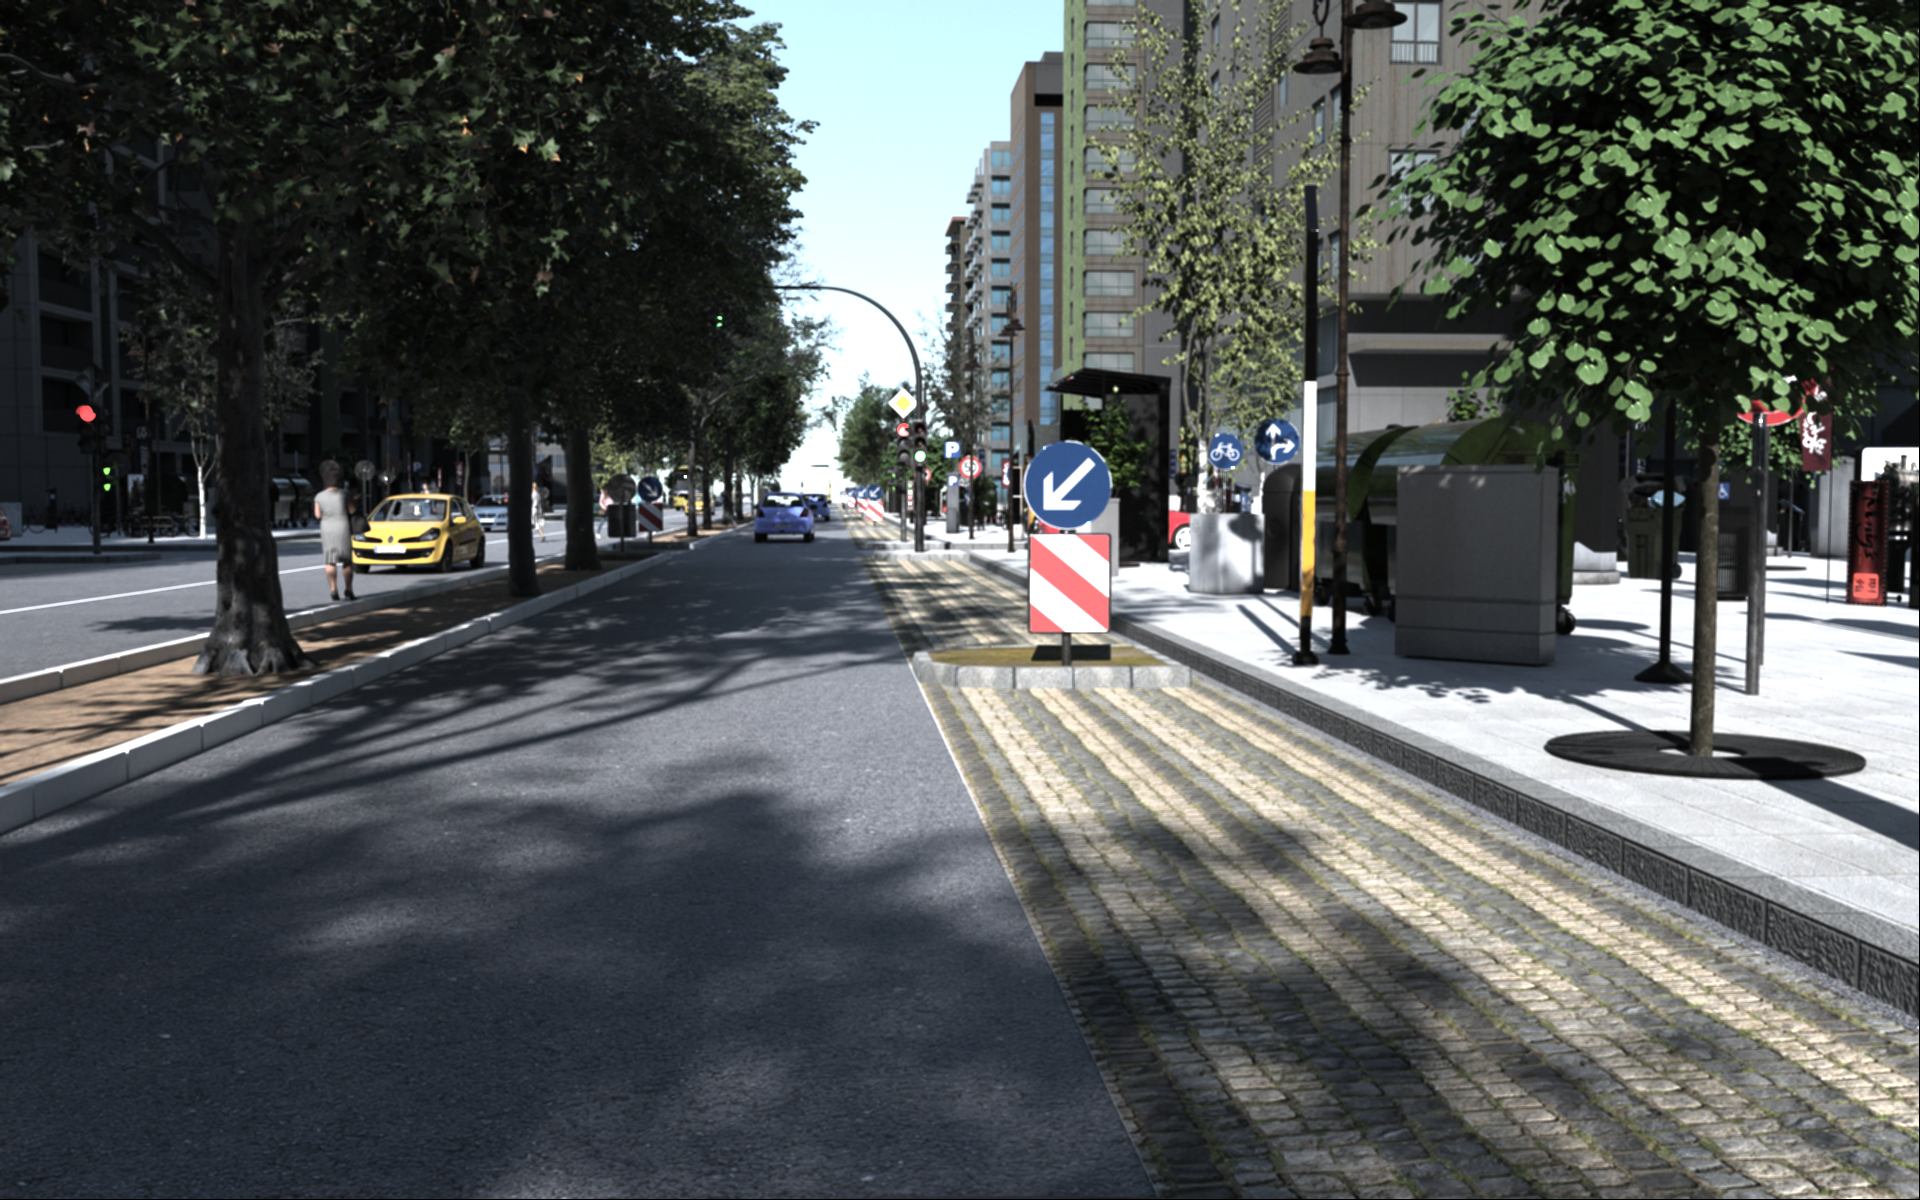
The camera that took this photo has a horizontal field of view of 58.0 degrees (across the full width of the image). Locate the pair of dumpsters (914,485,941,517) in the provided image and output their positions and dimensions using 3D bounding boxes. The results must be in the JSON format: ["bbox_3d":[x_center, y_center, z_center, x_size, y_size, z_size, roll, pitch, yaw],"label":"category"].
[{"bbox_3d":[-1.830,-5.824,97.722,1.574,2.255,4.437,0,4,-4],"label":"pair of dumpsters"}]

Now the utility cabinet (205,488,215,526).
[{"bbox_3d":[-29.207,-3.652,68.390,0.318,1.500,1.173,2,4,30],"label":"utility cabinet"}]

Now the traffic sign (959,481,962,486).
[{"bbox_3d":[0.133,-6.893,112.703,0.884,2.594,0.081,0,4,4],"label":"traffic sign"}]

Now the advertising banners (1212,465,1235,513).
[{"bbox_3d":[8.120,-3.449,52.584,0.090,3.025,2.074,-1,4,-18],"label":"advertising banners"}]

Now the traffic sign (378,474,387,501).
[{"bbox_3d":[-29.133,-5.225,87.563,0.606,2.300,0.079,0,4,4],"label":"traffic sign"}]

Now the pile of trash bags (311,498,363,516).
[{"bbox_3d":[-33.910,-5.165,94.200,1.912,1.369,3.447,2,4,29],"label":"pile of trash bags"}]

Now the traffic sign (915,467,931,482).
[{"bbox_3d":[-1.713,-4.893,80.099,0.768,2.556,0.104,0,4,-1],"label":"traffic sign"}]

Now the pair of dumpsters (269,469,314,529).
[{"bbox_3d":[-25.622,-3.818,64.914,1.574,2.255,4.437,0,4,-4],"label":"pair of dumpsters"}]

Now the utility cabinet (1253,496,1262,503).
[{"bbox_3d":[9.126,-2.549,52.833,0.306,1.237,1.020,1,4,16],"label":"utility cabinet"}]

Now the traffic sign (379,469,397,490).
[{"bbox_3d":[-25.365,-4.625,76.808,0.795,2.450,0.064,0,4,0],"label":"traffic sign"}]

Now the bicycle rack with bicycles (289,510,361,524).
[{"bbox_3d":[-26.600,-3.652,73.084,2.925,0.926,2.852,3,5,44],"label":"bicycle rack with bicycles"}]

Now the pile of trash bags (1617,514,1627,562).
[{"bbox_3d":[12.394,-1.505,34.366,1.912,1.369,3.447,2,4,25],"label":"pile of trash bags"}]

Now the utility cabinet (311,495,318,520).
[{"bbox_3d":[-31.728,-4.590,86.208,0.306,1.237,1.020,3,5,43],"label":"utility cabinet"}]

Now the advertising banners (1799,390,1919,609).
[{"bbox_3d":[10.453,-1.446,19.836,0.090,3.025,2.074,-2,4,-28],"label":"advertising banners"}]

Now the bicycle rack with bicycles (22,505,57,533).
[{"bbox_3d":[-31.231,-2.651,56.728,2.852,0.926,2.925,2,4,29],"label":"bicycle rack with bicycles"}]

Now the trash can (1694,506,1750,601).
[{"bbox_3d":[9.246,-0.564,20.879,0.748,1.137,0.748,0,3,0],"label":"trash can"}]

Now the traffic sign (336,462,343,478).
[{"bbox_3d":[-24.561,-4.147,67.909,0.768,2.556,0.104,0,4,0],"label":"traffic sign"}]

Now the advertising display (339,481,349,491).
[{"bbox_3d":[-29.593,-4.784,83.436,0.123,1.923,0.974,0,4,-7],"label":"advertising display"}]

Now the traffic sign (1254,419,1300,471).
[{"bbox_3d":[5.371,-1.794,29.431,0.768,2.556,0.104,0,4,5],"label":"traffic sign"}]

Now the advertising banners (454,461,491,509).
[{"bbox_3d":[-26.071,-5.899,92.629,2.074,3.025,0.090,-3,5,-40],"label":"advertising banners"}]

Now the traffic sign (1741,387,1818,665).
[{"bbox_3d":[5.987,-0.784,12.924,0.768,2.556,0.104,0,4,1],"label":"traffic sign"}]

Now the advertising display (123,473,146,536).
[{"bbox_3d":[-25.245,-2.923,53.003,0.123,1.923,0.974,0,4,5],"label":"advertising display"}]

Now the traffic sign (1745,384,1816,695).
[{"bbox_3d":[5.063,-0.666,10.993,0.768,2.556,0.104,0,4,4],"label":"traffic sign"}]

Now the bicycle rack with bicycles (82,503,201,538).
[{"bbox_3d":[-23.889,-2.319,51.297,2.925,0.926,2.852,-1,4,-10],"label":"bicycle rack with bicycles"}]

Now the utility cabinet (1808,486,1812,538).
[{"bbox_3d":[24.497,-2.525,49.964,1.173,1.500,0.318,0,4,-5],"label":"utility cabinet"}]

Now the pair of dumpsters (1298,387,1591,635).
[{"bbox_3d":[4.811,-0.930,17.704,1.574,2.255,4.437,0,4,-4],"label":"pair of dumpsters"}]

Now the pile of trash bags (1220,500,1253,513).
[{"bbox_3d":[11.089,-3.377,64.961,1.912,1.369,3.447,3,5,39],"label":"pile of trash bags"}]

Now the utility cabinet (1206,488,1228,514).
[{"bbox_3d":[9.946,-3.590,67.377,1.173,1.500,0.318,2,4,34],"label":"utility cabinet"}]

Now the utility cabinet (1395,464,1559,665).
[{"bbox_3d":[3.949,-0.281,13.270,1.173,1.500,0.318,3,5,42],"label":"utility cabinet"}]

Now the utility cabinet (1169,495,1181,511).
[{"bbox_3d":[10.010,-4.373,82.659,1.020,1.237,0.306,0,4,-3],"label":"utility cabinet"}]

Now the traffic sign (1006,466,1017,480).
[{"bbox_3d":[2.477,-4.807,78.702,0.768,2.556,0.104,0,4,4],"label":"traffic sign"}]

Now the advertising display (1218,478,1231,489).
[{"bbox_3d":[10.705,-3.964,70.031,0.123,1.923,0.974,2,4,34],"label":"advertising display"}]

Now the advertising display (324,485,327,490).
[{"bbox_3d":[-35.230,-5.633,97.320,0.974,1.923,0.123,0,4,-5],"label":"advertising display"}]

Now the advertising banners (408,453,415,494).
[{"bbox_3d":[-23.609,-4.793,74.551,0.090,3.025,2.074,-1,4,-12],"label":"advertising banners"}]

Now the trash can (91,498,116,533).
[{"bbox_3d":[-28.241,-2.783,57.163,0.748,1.137,0.748,0,3,0],"label":"trash can"}]

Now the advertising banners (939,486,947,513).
[{"bbox_3d":[-0.938,-7.338,116.172,2.074,3.025,0.090,1,4,11],"label":"advertising banners"}]

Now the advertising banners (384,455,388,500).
[{"bbox_3d":[-23.777,-4.627,71.841,0.090,3.025,2.074,-1,4,-13],"label":"advertising banners"}]

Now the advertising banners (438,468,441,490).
[{"bbox_3d":[-34.894,-7.273,115.095,0.090,3.025,2.074,-3,5,-40],"label":"advertising banners"}]

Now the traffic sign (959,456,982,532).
[{"bbox_3d":[0.340,-3.536,57.913,0.768,2.556,0.104,0,4,0],"label":"traffic sign"}]

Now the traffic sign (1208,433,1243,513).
[{"bbox_3d":[5.540,-2.214,36.306,0.768,2.556,0.104,0,4,-1],"label":"traffic sign"}]

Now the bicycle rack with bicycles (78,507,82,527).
[{"bbox_3d":[-34.471,-3.326,67.764,2.925,0.926,2.852,-2,4,-32],"label":"bicycle rack with bicycles"}]

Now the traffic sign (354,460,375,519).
[{"bbox_3d":[-22.412,-3.983,65.220,0.768,2.556,0.104,0,4,-1],"label":"traffic sign"}]

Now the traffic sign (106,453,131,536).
[{"bbox_3d":[-25.879,-3.250,53.244,0.768,2.556,0.104,0,4,-3],"label":"traffic sign"}]

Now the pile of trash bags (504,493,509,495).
[{"bbox_3d":[-30.947,-6.362,113.775,3.447,1.369,1.912,-3,5,-45],"label":"pile of trash bags"}]

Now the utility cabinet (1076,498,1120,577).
[{"bbox_3d":[2.100,-0.940,26.533,0.306,1.237,1.020,2,4,29],"label":"utility cabinet"}]

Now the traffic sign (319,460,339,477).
[{"bbox_3d":[-23.451,-3.932,64.390,0.768,2.556,0.104,0,4,1],"label":"traffic sign"}]

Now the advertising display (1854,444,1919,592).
[{"bbox_3d":[12.147,-1.063,22.597,0.974,1.923,0.123,0,4,-4],"label":"advertising display"}]

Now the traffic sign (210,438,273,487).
[{"bbox_3d":[-25.818,-4.181,62.229,2.265,3.308,0.079,0,4,3],"label":"traffic sign"}]

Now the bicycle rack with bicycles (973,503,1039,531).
[{"bbox_3d":[1.404,-2.864,60.211,2.852,0.926,2.925,0,4,1],"label":"bicycle rack with bicycles"}]

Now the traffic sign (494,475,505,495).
[{"bbox_3d":[-31.372,-7.206,117.928,0.768,2.556,0.104,0,4,1],"label":"traffic sign"}]

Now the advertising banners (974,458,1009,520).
[{"bbox_3d":[1.547,-5.415,84.715,2.074,3.025,0.090,-1,4,-9],"label":"advertising banners"}]

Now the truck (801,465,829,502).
[{"bbox_3d":[-14.339,-11.198,171.994,2.839,4.237,11.283,0,4,-6],"label":"truck"}]
